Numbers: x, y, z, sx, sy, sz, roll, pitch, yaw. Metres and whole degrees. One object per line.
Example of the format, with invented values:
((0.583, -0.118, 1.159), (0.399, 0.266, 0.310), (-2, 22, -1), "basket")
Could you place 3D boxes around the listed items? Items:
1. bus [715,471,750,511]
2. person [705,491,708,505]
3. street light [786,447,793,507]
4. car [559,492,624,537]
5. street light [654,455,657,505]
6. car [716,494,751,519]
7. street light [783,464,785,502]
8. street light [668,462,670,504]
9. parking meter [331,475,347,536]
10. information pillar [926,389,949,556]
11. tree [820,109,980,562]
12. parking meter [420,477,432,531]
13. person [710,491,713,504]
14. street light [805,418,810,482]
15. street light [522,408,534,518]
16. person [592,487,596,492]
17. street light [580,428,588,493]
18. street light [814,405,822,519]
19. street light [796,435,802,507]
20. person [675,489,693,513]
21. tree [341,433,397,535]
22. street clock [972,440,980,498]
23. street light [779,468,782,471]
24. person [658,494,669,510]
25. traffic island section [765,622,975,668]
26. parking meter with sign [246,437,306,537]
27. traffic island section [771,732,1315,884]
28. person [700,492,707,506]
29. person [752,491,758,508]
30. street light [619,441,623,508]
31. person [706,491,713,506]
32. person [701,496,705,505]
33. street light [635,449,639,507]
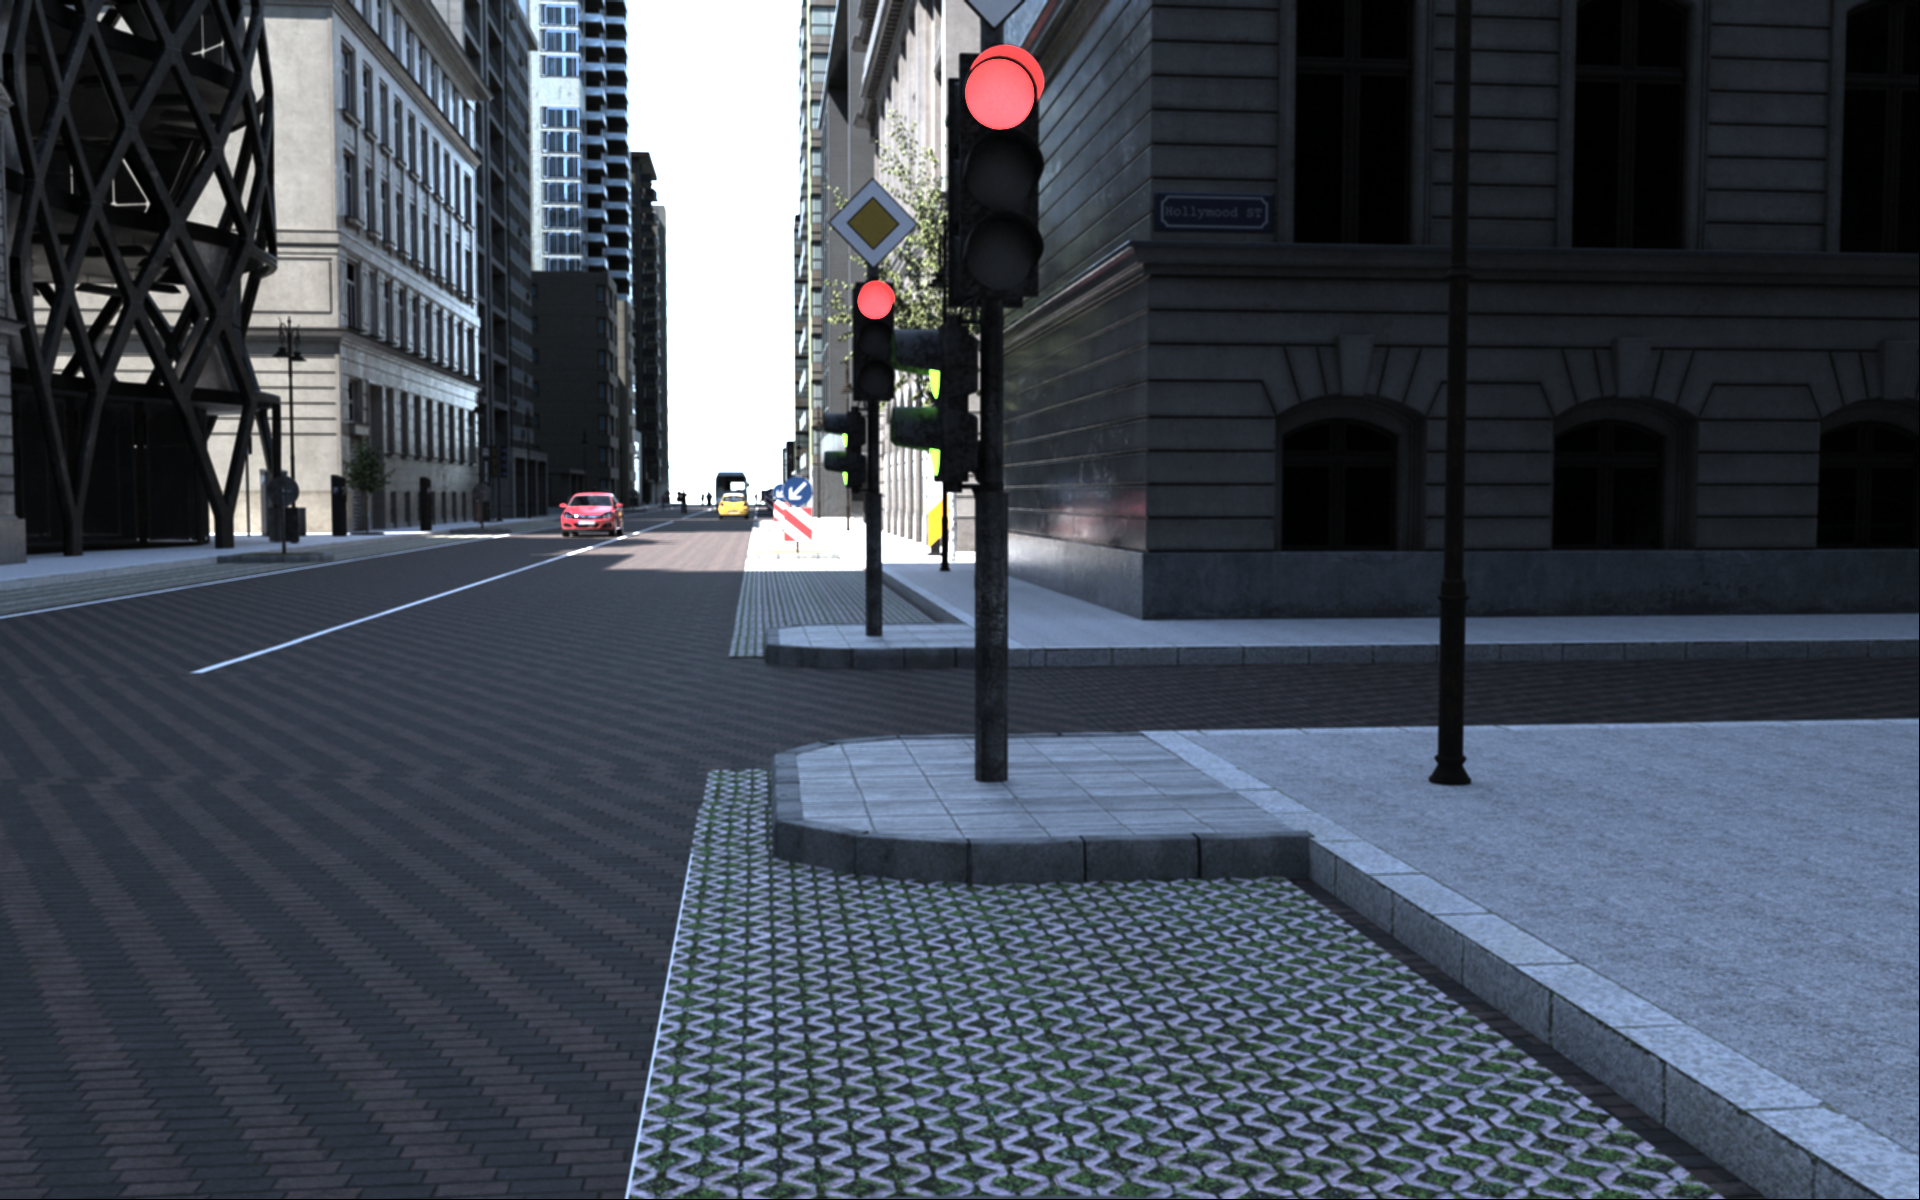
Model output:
((-19.263, -9.273, 146.471), (2.948, 3.499, 13.247), (0, 4, -7), "bus")
((-31.853, -12.835, 218.495), (0.705, 1.807, 1.348), (-2, 4, -26), "person")
((-16.214, -11.828, 166.175), (0.468, 5.910, 1.993), (0, 4, -7), "street light")
((-12.608, -3.086, 59.502), (2.155, 1.783, 4.494), (0, 4, -6), "car")
((-35.740, -14.114, 203.553), (0.468, 5.910, 1.993), (0, 4, -7), "street light")
((-13.005, -5.461, 99.515), (2.015, 1.641, 3.980), (0, 4, -8), "car")
((-18.602, -13.089, 186.790), (0.468, 5.910, 1.993), (0, 4, -7), "street light")
((-39.251, -15.966, 233.838), (0.468, 5.910, 1.993), (0, 4, -7), "street light")
((-18.931, -2.881, 52.815), (0.399, 1.863, 0.255), (1, 4, 21), "parking meter")
((-0.436, -2.720, 35.829), (0.504, 3.616, 0.183), (2, 4, 24), "information pillar")
((-0.357, -5.026, 32.534), (4.737, 8.622, 4.395), (0, 3, 0), "tree")
((-18.641, -3.347, 60.429), (0.255, 1.863, 0.399), (1, 4, 9), "parking meter")
((-35.341, -14.576, 246.685), (0.599, 1.838, 0.709), (0, 4, -2), "person")
((-9.180, -8.108, 105.347), (0.468, 5.910, 1.993), (0, 4, -7), "street light")
((-22.784, -7.261, 91.497), (0.468, 5.910, 1.993), (0, 4, -7), "street light")
((-19.649, -5.171, 93.122), (0.705, 1.814, 1.350), (2, 4, 32), "person")
((-26.405, -9.127, 122.013), (0.468, 5.910, 1.993), (0, 4, -7), "street light")
((-7.341, -7.170, 90.015), (0.468, 5.910, 1.993), (0, 4, -7), "street light")
((-12.622, -9.960, 135.639), (0.468, 5.910, 1.993), (0, 4, -7), "street light")
((-20.573, -7.380, 129.096), (1.348, 1.831, 0.705), (0, 4, 3), "person")
((-18.690, -3.688, 54.903), (1.663, 3.219, 1.824), (0, 3, 0), "tree")
((0.328, -1.148, 23.345), (0.471, 2.002, 0.358), (-3, 5, -42), "street clock")
((-22.153, -15.002, 218.065), (0.468, 5.910, 1.993), (0, 4, -7), "street light")
((-26.382, -8.705, 154.058), (0.991, 1.433, 0.599), (-1, 4, -15), "person")
((-0.757, 0.402, 15.712), (2.009, 0.180, 2.903), (0, 4, -7), "traffic island section")
((-20.821, -3.447, 52.618), (1.738, 3.016, 0.543), (-3, 5, -45), "parking meter with sign")
((0.163, 0.887, 7.779), (2.009, 0.180, 2.903), (0, 4, -7), "traffic island section")
((-30.167, -11.852, 202.998), (1.217, 1.735, 0.721), (0, 4, 0), "person")
((-21.493, -10.566, 181.705), (0.568, 1.767, 0.683), (0, 4, 1), "person")
((-29.822, -10.980, 152.309), (0.468, 5.910, 1.993), (0, 4, -7), "street light")
((-30.282, -12.274, 209.169), (0.705, 1.826, 1.348), (2, 4, 30), "person")
((-32.232, -12.553, 216.978), (0.421, 1.427, 0.697), (2, 4, 25), "person")
((-32.259, -12.257, 173.186), (0.468, 5.910, 1.993), (0, 4, -7), "street light")
